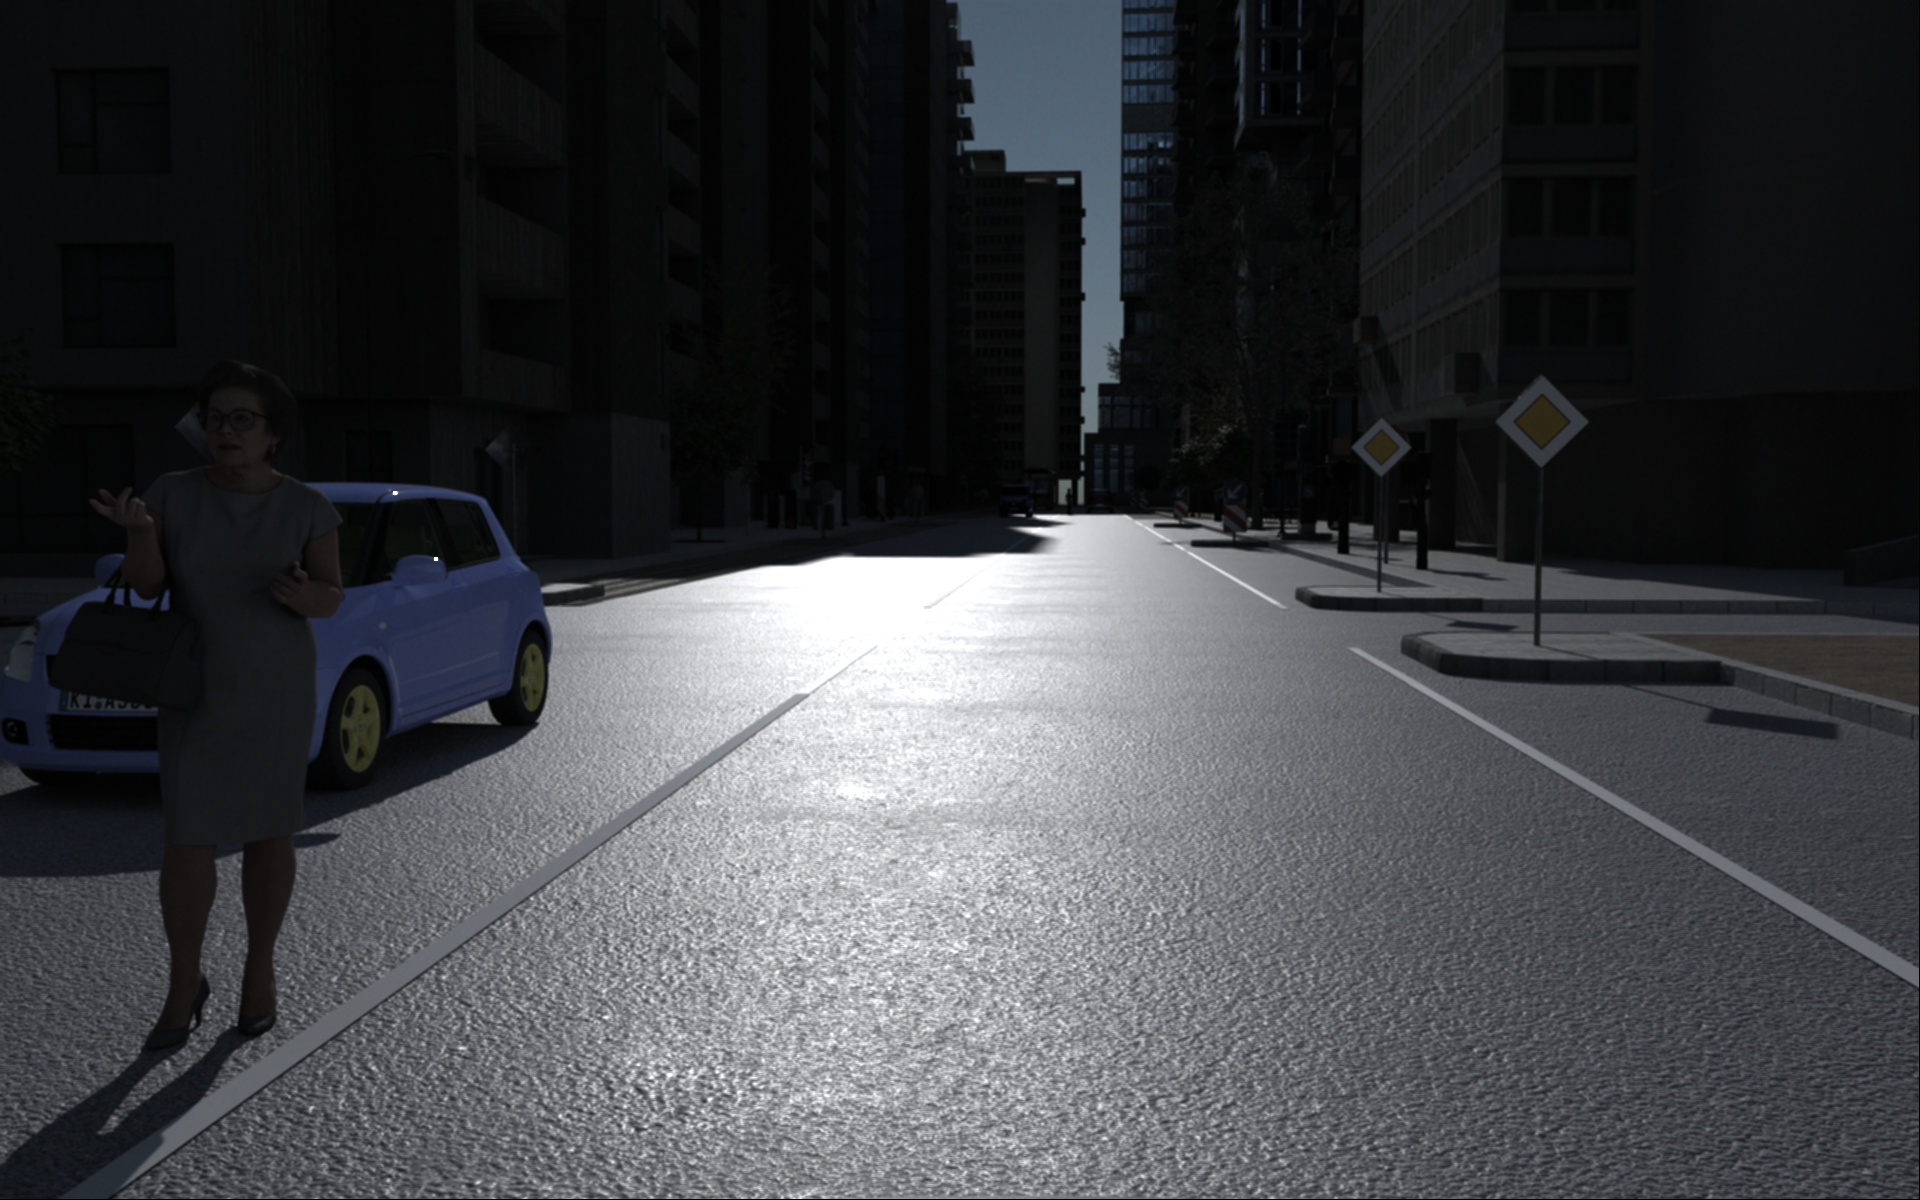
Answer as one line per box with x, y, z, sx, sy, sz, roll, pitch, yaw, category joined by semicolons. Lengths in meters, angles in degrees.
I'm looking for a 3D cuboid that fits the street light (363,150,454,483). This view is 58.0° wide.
-7.527;-3.122;23.591;1.470;5.913;1.316;0;4;4;street light

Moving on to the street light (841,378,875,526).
-4.076;-5.920;69.338;1.470;5.913;1.316;0;4;4;street light

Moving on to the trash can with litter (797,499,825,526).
-5.936;-3.535;69.181;1.055;1.170;0.624;-3;4;-38;trash can with litter

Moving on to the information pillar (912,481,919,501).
-2.412;-5.532;94.939;0.304;2.012;0.304;-2;4;-23;information pillar

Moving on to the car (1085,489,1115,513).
10.472;-7.391;129.515;2.281;1.827;5.304;0;4;4;car

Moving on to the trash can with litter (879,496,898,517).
-4.005;-5.154;95.659;1.055;1.170;0.624;-2;4;-26;trash can with litter

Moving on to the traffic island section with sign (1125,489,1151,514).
13.099;-7.127;125.154;1.989;1.847;2.006;0;4;4;traffic island section with sign

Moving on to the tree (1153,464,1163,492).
12.955;-6.759;94.230;4.285;4.588;4.351;0;3;0;tree

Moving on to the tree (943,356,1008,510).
0.289;-13.736;142.711;7.486;12.596;7.792;0;3;0;tree

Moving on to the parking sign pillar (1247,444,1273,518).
16.305;-6.466;94.193;1.447;3.967;1.447;2;4;24;parking sign pillar

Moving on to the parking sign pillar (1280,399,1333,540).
9.719;-3.670;48.470;1.447;3.967;1.447;0;4;7;parking sign pillar

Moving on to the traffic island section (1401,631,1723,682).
4.910;0.464;14.689;2.009;0.180;2.903;0;4;4;traffic island section

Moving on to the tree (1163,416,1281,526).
11.505;-5.343;71.078;4.285;4.588;4.351;0;3;0;tree

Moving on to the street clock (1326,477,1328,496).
15.190;-4.062;70.990;0.358;2.002;0.471;0;4;-7;street clock

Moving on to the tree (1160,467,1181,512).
15.050;-7.850;122.949;1.663;3.219;1.824;0;3;0;tree

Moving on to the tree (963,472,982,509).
0.931;-9.435;148.860;1.663;3.219;1.824;0;3;0;tree

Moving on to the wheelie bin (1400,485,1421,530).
15.855;-3.265;61.291;0.693;1.594;0.980;-3;5;-39;wheelie bin

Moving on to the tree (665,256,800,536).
-6.704;-6.259;52.704;4.737;8.622;4.395;0;3;0;tree

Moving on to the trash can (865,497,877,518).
-4.687;-4.873;91.326;0.748;1.137;0.748;0;3;0;trash can

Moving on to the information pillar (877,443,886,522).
-3.576;-5.343;78.716;0.183;3.616;0.504;2;4;34;information pillar

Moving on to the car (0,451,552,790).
-3.608;0.001;9.569;1.945;1.707;3.694;0;4;6;car

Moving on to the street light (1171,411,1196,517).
12.521;-7.616;97.066;1.470;5.913;1.316;0;4;4;street light

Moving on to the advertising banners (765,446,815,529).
-6.277;-4.146;63.973;2.074;3.025;0.090;1;4;23;advertising banners

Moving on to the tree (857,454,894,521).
-4.227;-5.419;83.199;1.663;3.219;1.824;0;3;0;tree

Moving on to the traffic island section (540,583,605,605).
-6.059;-0.075;23.511;2.009;0.180;2.903;0;4;4;traffic island section

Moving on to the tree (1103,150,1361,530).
10.584;-9.247;61.557;12.009;13.543;11.850;0;3;0;tree

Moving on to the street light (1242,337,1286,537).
9.033;-4.818;51.322;1.470;5.913;1.316;0;4;4;street light

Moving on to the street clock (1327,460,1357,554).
8.251;-1.997;37.215;0.471;2.002;0.358;3;4;38;street clock

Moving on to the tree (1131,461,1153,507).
18.588;-11.455;171.006;4.285;4.588;4.351;0;3;0;tree

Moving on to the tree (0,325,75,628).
-9.698;-1.362;16.872;1.663;3.219;1.824;0;3;0;tree

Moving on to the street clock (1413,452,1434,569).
7.887;-1.525;29.510;0.358;2.002;0.471;1;4;15;street clock

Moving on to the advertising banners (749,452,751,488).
-8.968;-4.635;71.967;0.090;3.025;2.074;1;4;10;advertising banners

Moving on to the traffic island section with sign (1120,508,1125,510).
15.138;-8.798;152.467;1.989;1.847;2.006;0;4;4;traffic island section with sign

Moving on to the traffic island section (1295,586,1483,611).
5.500;-0.023;22.652;2.009;0.180;2.903;0;4;4;traffic island section

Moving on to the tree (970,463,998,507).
2.281;-11.763;176.042;4.285;4.588;4.351;0;3;0;tree

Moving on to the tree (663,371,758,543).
-7.074;-3.828;46.300;4.285;4.588;4.351;0;3;0;tree

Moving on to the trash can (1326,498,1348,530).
13.350;-3.040;61.365;0.748;1.137;0.748;0;3;0;trash can

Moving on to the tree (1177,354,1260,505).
13.093;-8.315;86.316;4.360;8.622;3.978;0;3;0;tree

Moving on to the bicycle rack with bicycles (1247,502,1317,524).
14.345;-3.806;75.611;2.852;0.926;2.925;-3;4;-38;bicycle rack with bicycles
